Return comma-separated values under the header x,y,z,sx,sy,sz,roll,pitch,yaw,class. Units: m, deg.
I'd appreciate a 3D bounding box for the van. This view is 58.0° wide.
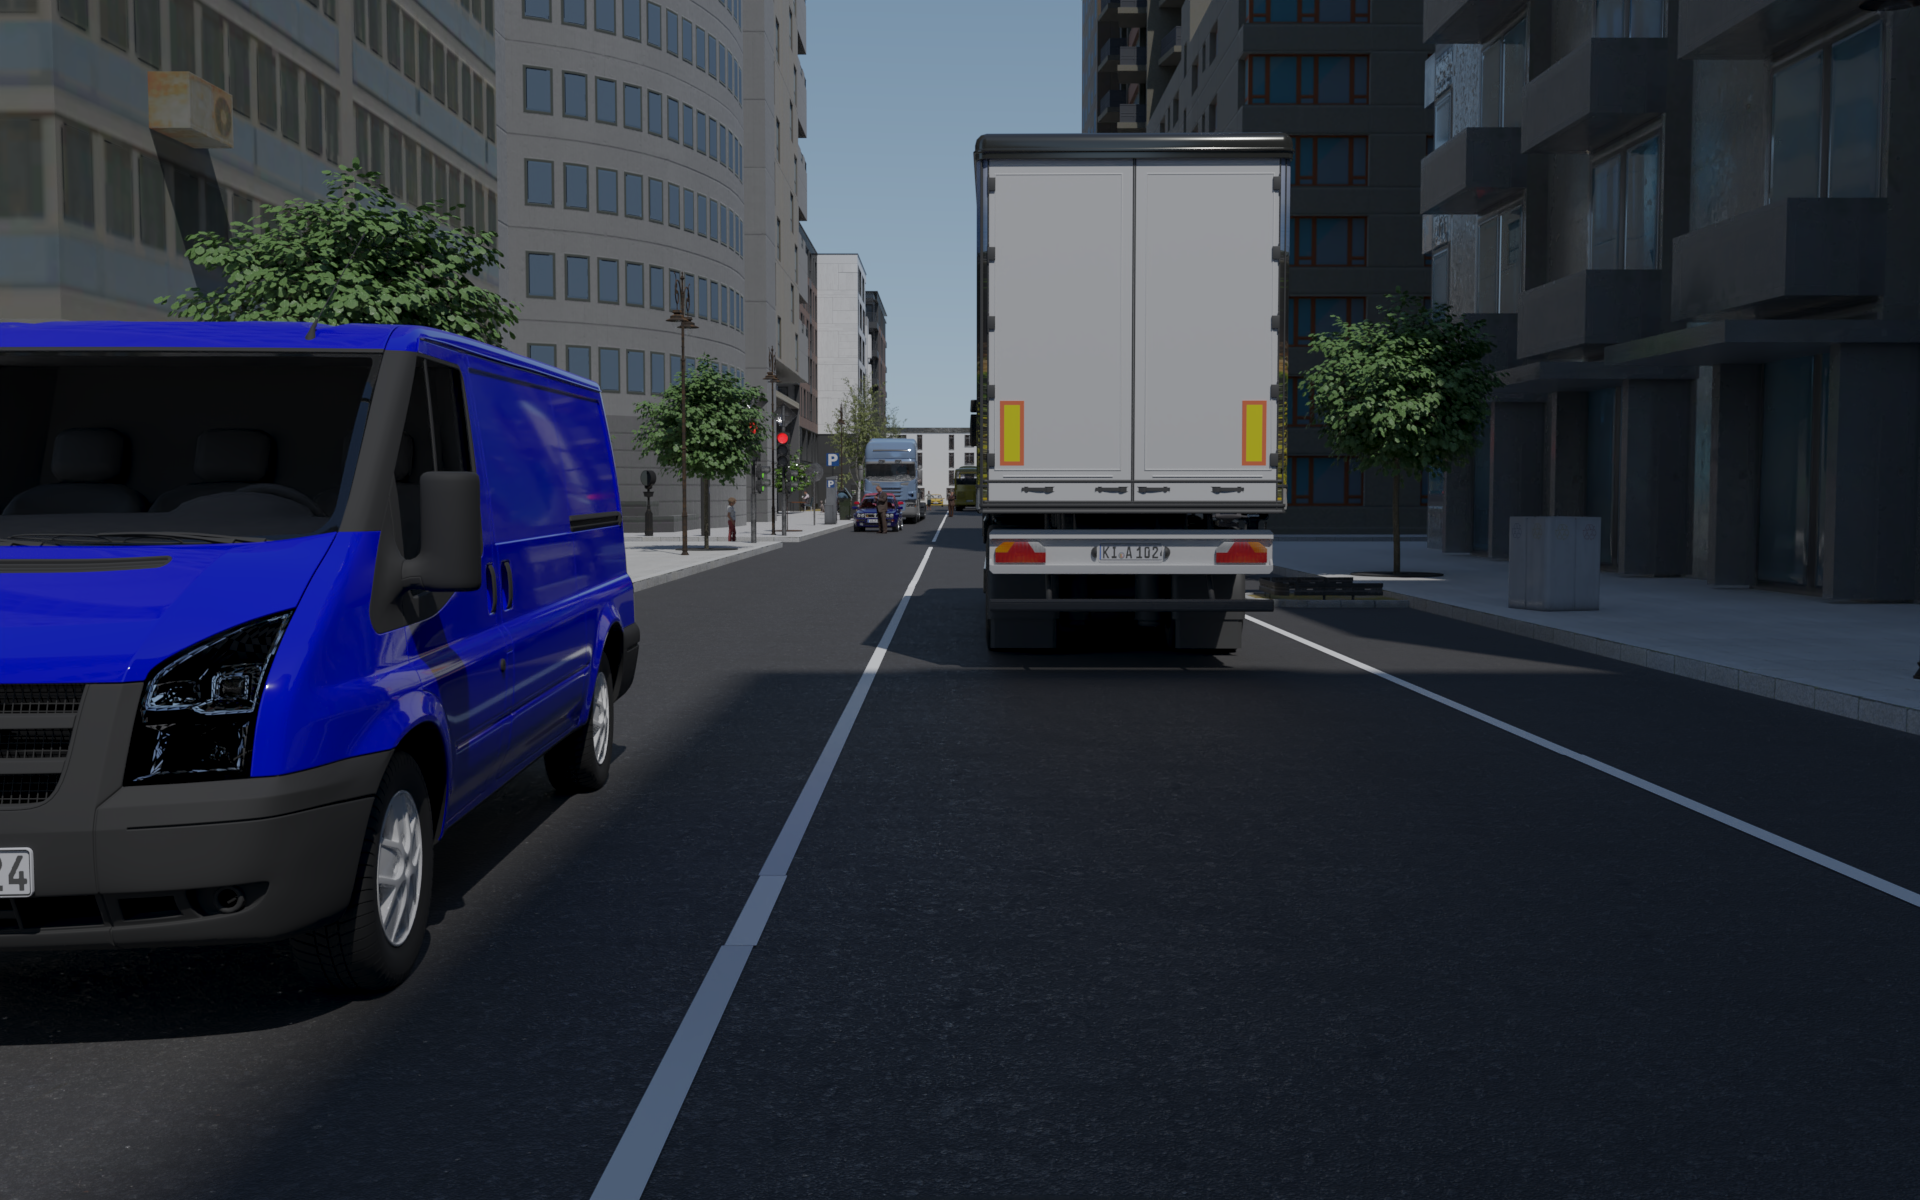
x,y,z,sx,sy,sz,roll,pitch,yaw,class
-2.601,-0.144,6.735,2.240,2.365,5.245,0,4,-2,van

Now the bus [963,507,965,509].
x,y,z,sx,sy,sz,roll,pitch,yaw,class
0.999,-10.929,170.233,2.896,3.916,12.252,0,4,-1,bus

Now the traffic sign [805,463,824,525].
x,y,z,sx,sy,sz,roll,pitch,yaw,class
-5.947,-4.315,70.661,0.768,2.556,0.104,0,4,1,traffic sign

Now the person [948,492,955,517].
x,y,z,sx,sy,sz,roll,pitch,yaw,class
-0.531,-5.950,108.054,0.482,1.546,0.388,2,4,31,person

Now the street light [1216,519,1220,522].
x,y,z,sx,sy,sz,roll,pitch,yaw,class
6.705,-4.406,44.818,0.468,5.910,1.993,0,3,0,street light

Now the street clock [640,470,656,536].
x,y,z,sx,sy,sz,roll,pitch,yaw,class
-9.464,-2.940,52.645,0.471,2.002,0.358,3,4,36,street clock

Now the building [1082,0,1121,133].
x,y,z,sx,sy,sz,roll,pitch,yaw,class
15.862,-28.781,120.687,14.600,45.320,14.200,0,3,0,building

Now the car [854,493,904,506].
x,y,z,sx,sy,sz,roll,pitch,yaw,class
-3.512,-4.062,75.448,2.155,1.783,4.494,0,4,0,car

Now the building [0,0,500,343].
x,y,z,sx,sy,sz,roll,pitch,yaw,class
-20.404,-20.433,25.963,23.993,40.220,32.217,0,3,0,building

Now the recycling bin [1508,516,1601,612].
x,y,z,sx,sy,sz,roll,pitch,yaw,class
6.616,-0.412,19.286,0.722,1.027,0.722,-1,4,-18,recycling bin

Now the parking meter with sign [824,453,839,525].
x,y,z,sx,sy,sz,roll,pitch,yaw,class
-5.455,-4.708,73.241,0.543,3.016,1.738,0,4,2,parking meter with sign

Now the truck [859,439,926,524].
x,y,z,sx,sy,sz,roll,pitch,yaw,class
-3.219,-6.124,89.885,2.967,4.110,18.799,0,4,0,truck

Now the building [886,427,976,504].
x,y,z,sx,sy,sz,roll,pitch,yaw,class
-10.040,-16.926,218.892,28.070,9.664,9.099,0,3,0,building

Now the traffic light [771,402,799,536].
x,y,z,sx,sy,sz,roll,pitch,yaw,class
-5.387,-3.927,53.127,0.839,4.253,0.868,0,3,0,traffic light

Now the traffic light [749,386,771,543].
x,y,z,sx,sy,sz,roll,pitch,yaw,class
-5.371,-3.439,45.142,0.839,4.253,0.868,0,3,0,traffic light

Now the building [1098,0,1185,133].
x,y,z,sx,sy,sz,roll,pitch,yaw,class
19.419,-27.192,99.217,22.147,44.769,28.867,0,3,0,building

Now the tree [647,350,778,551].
x,y,z,sx,sy,sz,roll,pitch,yaw,class
-5.733,-3.419,39.619,4.285,4.588,4.351,0,3,0,tree

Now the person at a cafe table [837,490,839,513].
x,y,z,sx,sy,sz,roll,pitch,yaw,class
-7.507,-6.038,107.240,1.698,1.524,1.622,-1,4,-18,person at a cafe table

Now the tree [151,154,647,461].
x,y,z,sx,sy,sz,roll,pitch,yaw,class
-5.955,-2.027,16.854,4.285,4.588,4.351,0,3,0,tree

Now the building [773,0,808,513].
x,y,z,sx,sy,sz,roll,pitch,yaw,class
-23.454,-31.433,103.173,28.713,52.752,27.495,0,3,0,building

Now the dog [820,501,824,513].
x,y,z,sx,sy,sz,roll,pitch,yaw,class
-9.406,-6.447,119.794,0.800,0.831,0.513,-2,4,-34,dog

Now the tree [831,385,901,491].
x,y,z,sx,sy,sz,roll,pitch,yaw,class
-6.373,-10.051,114.696,4.360,8.622,3.978,0,3,0,tree

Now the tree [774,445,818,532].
x,y,z,sx,sy,sz,roll,pitch,yaw,class
-5.940,-3.942,59.051,1.663,3.219,1.824,0,3,0,tree

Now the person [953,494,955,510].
x,y,z,sx,sy,sz,roll,pitch,yaw,class
-0.411,-9.106,157.384,1.348,1.824,0.705,1,4,23,person

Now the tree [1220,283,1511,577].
x,y,z,sx,sy,sz,roll,pitch,yaw,class
6.971,-2.662,27.239,4.285,4.588,4.351,0,3,0,tree

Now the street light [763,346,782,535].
x,y,z,sx,sy,sz,roll,pitch,yaw,class
-5.842,-4.971,54.068,0.468,5.910,1.993,0,3,0,street light

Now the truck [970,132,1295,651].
x,y,z,sx,sy,sz,roll,pitch,yaw,class
1.460,-1.845,19.083,2.839,4.237,11.283,0,4,1,truck

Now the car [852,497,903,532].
x,y,z,sx,sy,sz,roll,pitch,yaw,class
-3.146,-3.315,66.779,1.945,1.354,3.894,0,4,1,car

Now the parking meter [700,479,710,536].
x,y,z,sx,sy,sz,roll,pitch,yaw,class
-7.753,-2.878,52.761,0.255,1.863,0.399,0,4,-2,parking meter

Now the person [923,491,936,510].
x,y,z,sx,sy,sz,roll,pitch,yaw,class
-2.689,-8.691,151.389,1.217,1.735,0.721,-1,4,-19,person

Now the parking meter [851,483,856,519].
x,y,z,sx,sy,sz,roll,pitch,yaw,class
-5.567,-5.190,90.563,0.255,1.863,0.399,0,4,-8,parking meter

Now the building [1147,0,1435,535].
x,y,z,sx,sy,sz,roll,pitch,yaw,class
23.232,-13.635,67.975,28.899,21.520,27.650,0,3,0,building

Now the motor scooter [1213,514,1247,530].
x,y,z,sx,sy,sz,roll,pitch,yaw,class
4.738,-1.080,30.442,0.815,1.314,1.986,0,4,1,motor scooter

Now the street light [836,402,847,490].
x,y,z,sx,sy,sz,roll,pitch,yaw,class
-5.969,-7.007,87.344,0.468,5.910,1.993,0,3,0,street light

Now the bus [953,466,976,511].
x,y,z,sx,sy,sz,roll,pitch,yaw,class
0.806,-9.696,150.068,2.896,3.916,12.252,0,3,0,bus

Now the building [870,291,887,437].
x,y,z,sx,sy,sz,roll,pitch,yaw,class
-24.601,-21.047,188.100,32.646,21.610,27.936,0,3,0,building

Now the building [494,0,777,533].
x,y,z,sx,sy,sz,roll,pitch,yaw,class
-19.240,-32.124,67.219,21.231,58.520,28.212,0,3,0,building

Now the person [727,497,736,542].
x,y,z,sx,sy,sz,roll,pitch,yaw,class
-6.223,-2.148,47.526,0.340,1.345,0.435,-1,4,-10,person

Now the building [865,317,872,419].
x,y,z,sx,sy,sz,roll,pitch,yaw,class
-16.496,-18.998,167.030,16.016,20.091,11.380,0,3,0,building

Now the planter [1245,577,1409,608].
x,y,z,sx,sy,sz,roll,pitch,yaw,class
4.688,-0.105,22.854,1.991,0.319,1.994,0,3,0,planter

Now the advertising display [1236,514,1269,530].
x,y,z,sx,sy,sz,roll,pitch,yaw,class
7.711,-2.480,45.764,0.974,1.923,0.123,-1,4,-21,advertising display

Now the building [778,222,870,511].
x,y,z,sx,sy,sz,roll,pitch,yaw,class
-22.593,-18.411,145.000,27.936,21.610,32.646,0,3,0,building

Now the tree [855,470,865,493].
x,y,z,sx,sy,sz,roll,pitch,yaw,class
-7.401,-8.534,134.132,1.663,3.219,1.824,0,3,0,tree

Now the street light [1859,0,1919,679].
x,y,z,sx,sy,sz,roll,pitch,yaw,class
6.715,-2.388,11.839,0.468,5.910,1.993,0,3,0,street light

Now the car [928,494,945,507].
x,y,z,sx,sy,sz,roll,pitch,yaw,class
-2.728,-11.305,195.062,2.015,1.641,3.980,0,4,-1,car

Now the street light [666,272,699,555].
x,y,z,sx,sy,sz,roll,pitch,yaw,class
-5.771,-3.876,36.160,0.468,5.910,1.993,0,3,0,street light

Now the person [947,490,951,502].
x,y,z,sx,sy,sz,roll,pitch,yaw,class
-1.085,-10.457,179.474,0.705,1.824,1.348,-2,4,-29,person

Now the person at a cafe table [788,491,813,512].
x,y,z,sx,sy,sz,roll,pitch,yaw,class
-11.270,-7.000,122.965,1.622,1.524,1.698,-1,4,-15,person at a cafe table

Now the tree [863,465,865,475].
x,y,z,sx,sy,sz,roll,pitch,yaw,class
-6.421,-9.564,140.078,4.285,4.588,4.351,0,3,0,tree

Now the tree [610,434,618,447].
x,y,z,sx,sy,sz,roll,pitch,yaw,class
-6.768,-2.194,30.475,1.663,3.219,1.824,0,3,0,tree

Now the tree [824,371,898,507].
x,y,z,sx,sy,sz,roll,pitch,yaw,class
-6.145,-9.429,104.520,4.737,8.622,4.395,0,3,0,tree

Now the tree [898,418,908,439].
x,y,z,sx,sy,sz,roll,pitch,yaw,class
-6.442,-12.582,156.077,4.737,8.622,4.395,0,3,0,tree

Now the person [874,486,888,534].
x,y,z,sx,sy,sz,roll,pitch,yaw,class
-2.897,-3.283,62.858,0.565,1.739,0.600,1,4,19,person

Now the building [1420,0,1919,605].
x,y,z,sx,sy,sz,roll,pitch,yaw,class
20.652,-24.913,26.929,23.786,49.044,30.456,0,3,0,building

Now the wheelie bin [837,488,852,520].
x,y,z,sx,sy,sz,roll,pitch,yaw,class
-5.666,-4.727,85.196,0.693,1.594,0.980,0,4,1,wheelie bin
